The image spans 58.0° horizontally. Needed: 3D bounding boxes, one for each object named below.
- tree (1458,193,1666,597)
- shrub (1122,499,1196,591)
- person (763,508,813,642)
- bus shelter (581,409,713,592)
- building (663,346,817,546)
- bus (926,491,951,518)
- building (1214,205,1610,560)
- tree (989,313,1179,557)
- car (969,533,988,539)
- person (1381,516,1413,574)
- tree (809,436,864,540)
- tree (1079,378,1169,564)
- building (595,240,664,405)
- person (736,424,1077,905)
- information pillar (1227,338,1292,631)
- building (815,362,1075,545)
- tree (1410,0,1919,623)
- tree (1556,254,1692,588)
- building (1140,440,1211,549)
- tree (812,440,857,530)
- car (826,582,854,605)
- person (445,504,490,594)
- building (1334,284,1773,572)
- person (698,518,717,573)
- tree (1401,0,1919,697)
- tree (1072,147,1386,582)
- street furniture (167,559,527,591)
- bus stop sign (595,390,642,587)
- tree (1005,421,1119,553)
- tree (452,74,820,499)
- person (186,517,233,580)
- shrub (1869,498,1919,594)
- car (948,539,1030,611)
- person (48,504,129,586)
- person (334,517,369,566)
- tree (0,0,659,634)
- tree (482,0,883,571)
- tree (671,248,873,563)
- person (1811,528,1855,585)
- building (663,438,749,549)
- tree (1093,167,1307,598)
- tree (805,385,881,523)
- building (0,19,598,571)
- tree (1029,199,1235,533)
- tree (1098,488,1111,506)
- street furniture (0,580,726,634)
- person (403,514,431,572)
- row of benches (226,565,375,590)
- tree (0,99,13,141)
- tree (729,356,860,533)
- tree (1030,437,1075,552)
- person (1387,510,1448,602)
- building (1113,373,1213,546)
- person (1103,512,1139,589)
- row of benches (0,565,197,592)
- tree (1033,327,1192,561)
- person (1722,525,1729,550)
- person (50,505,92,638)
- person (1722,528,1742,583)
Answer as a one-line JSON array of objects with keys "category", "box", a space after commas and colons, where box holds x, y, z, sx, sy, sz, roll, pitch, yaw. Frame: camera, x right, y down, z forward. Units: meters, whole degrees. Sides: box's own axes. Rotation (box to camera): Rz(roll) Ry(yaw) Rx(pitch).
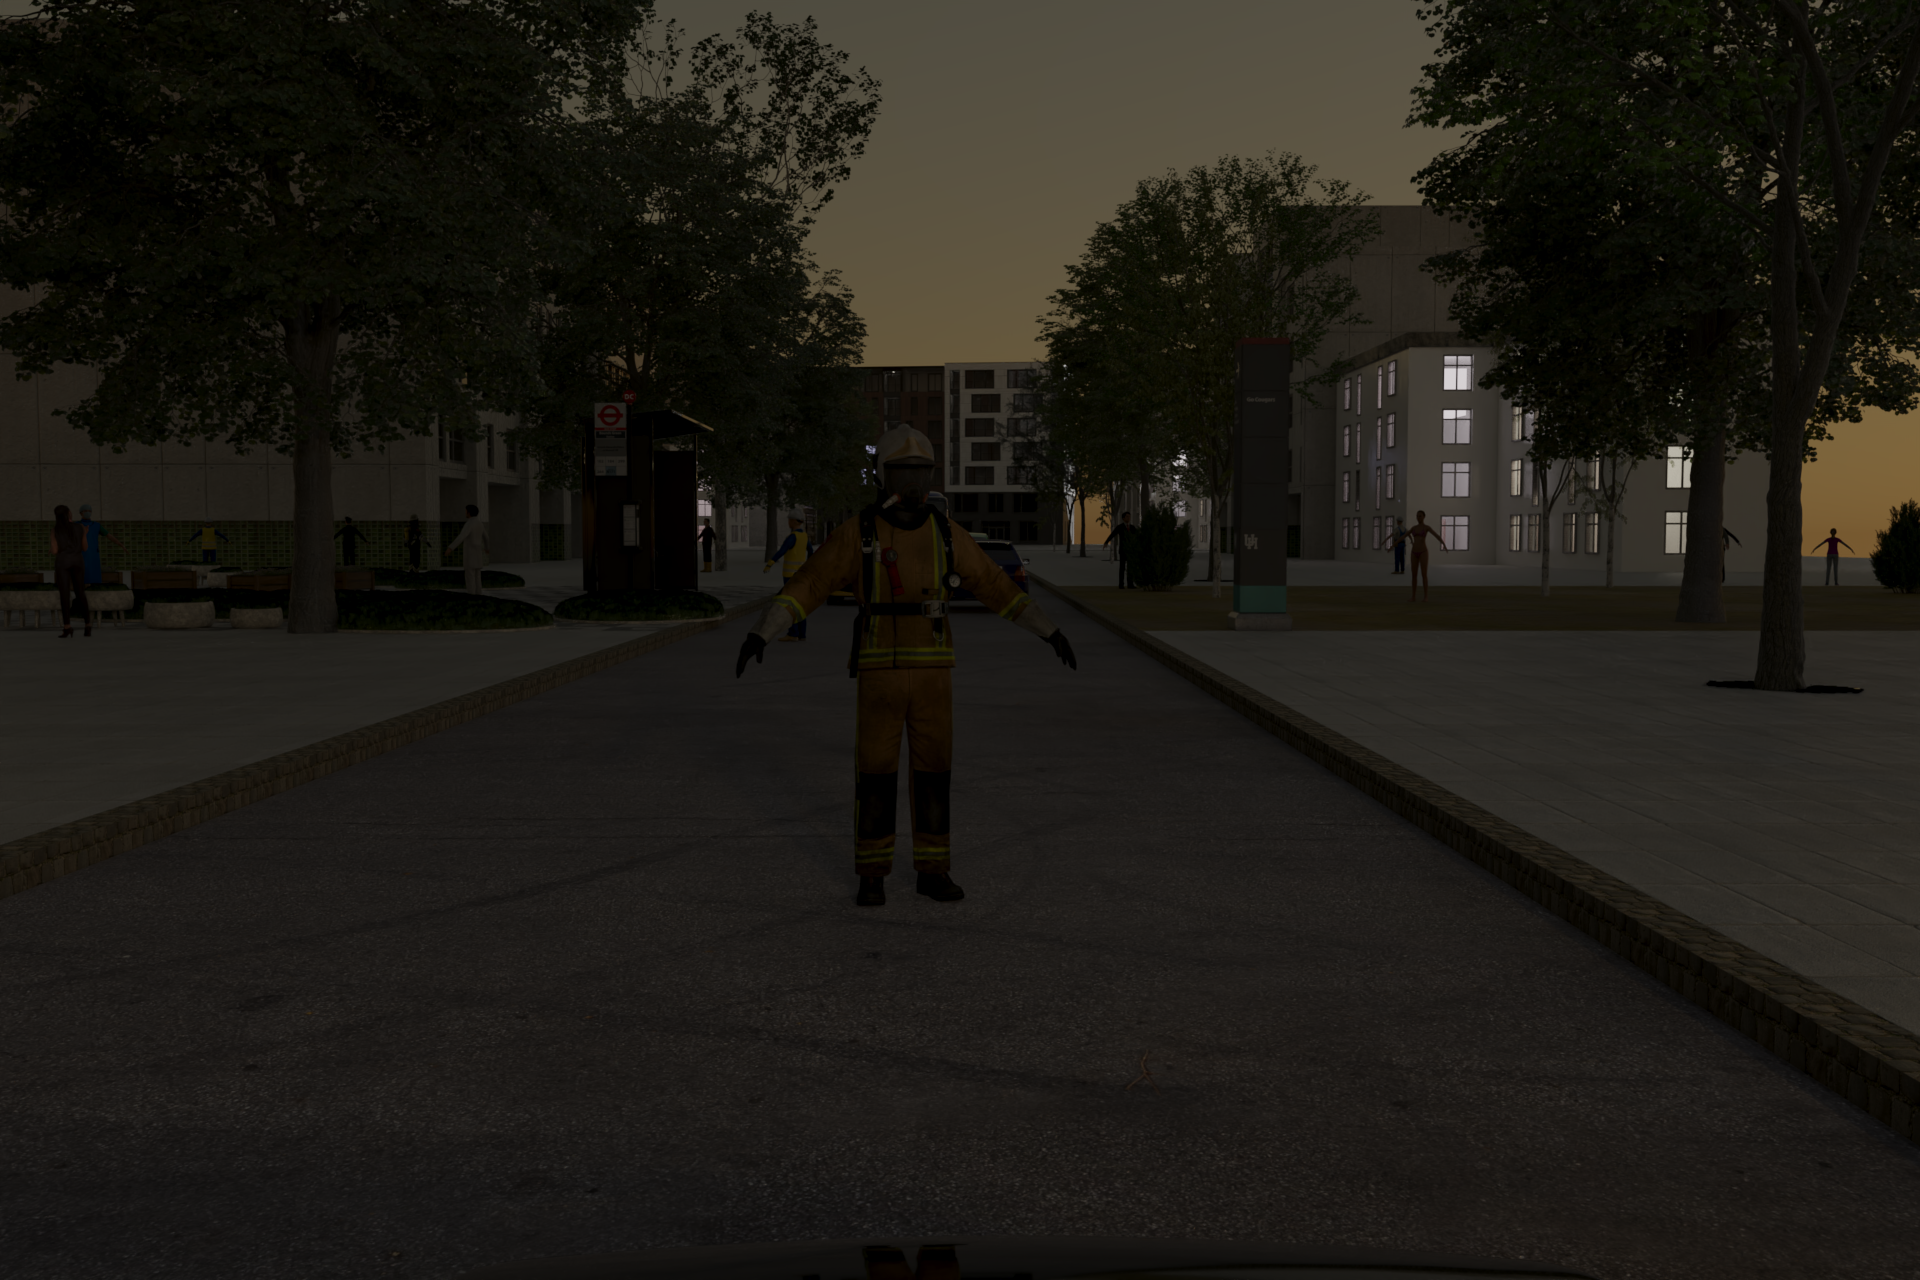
[{"category": "tree", "box": [11.888, -5.208, 35.516, 4.360, 8.622, 3.978, 0, 3, 0]}, {"category": "shrub", "box": [4.453, -2.131, 38.877, 1.661, 2.075, 1.752, 0, 3, 0]}, {"category": "person", "box": [-2.280, -0.875, 23.225, 0.721, 1.772, 1.216, 2, 4, 24]}, {"category": "bus shelter", "box": [-6.327, -2.716, 35.694, 1.731, 3.624, 6.357, 0, 4, -1]}, {"category": "building", "box": [-25.536, -21.833, 187.896, 19.493, 23.208, 18.063, 0, 4, -1]}, {"category": "bus", "box": [-1.914, -6.838, 103.356, 2.896, 3.916, 12.251, 0, 4, 0]}, {"category": "building", "box": [25.518, -14.400, 101.898, 16.747, 18.905, 31.486, 0, 3, 0]}, {"category": "tree", "box": [6.765, -11.290, 94.961, 12.009, 13.543, 11.850, 0, 3, 0]}, {"category": "car", "box": [0.118, -2.371, 47.567, 1.959, 1.807, 4.718, 0, 4, 0]}, {"category": "person", "box": [14.071, -3.037, 55.504, 1.347, 1.847, 0.705, -2, 4, -29]}, {"category": "tree", "box": [-8.566, -9.899, 112.210, 4.737, 8.622, 4.395, 0, 3, 0]}, {"category": "tree", "box": [6.655, -7.530, 73.472, 4.737, 8.622, 4.395, 0, 3, 0]}, {"category": "building", "box": [-28.177, -16.505, 100.782, 19.493, 23.208, 18.063, 0, 3, 0]}, {"category": "person", "box": [-0.212, 0.091, 6.744, 1.354, 1.858, 0.705, -1, 4, -16]}, {"category": "information pillar", "box": [4.024, -2.067, 23.177, 0.750, 3.857, 0.750, 0, 4, 1]}, {"category": "building", "box": [-2.299, -22.798, 219.185, 32.646, 21.610, 27.936, 0, 4, 7]}, {"category": "tree", "box": [10.839, -7.242, 25.064, 9.857, 13.997, 8.962, 0, 3, 0]}, {"category": "tree", "box": [15.363, -5.566, 41.359, 4.360, 8.622, 3.978, 0, 3, 0]}, {"category": "building", "box": [21.768, -12.921, 153.407, 9.099, 9.664, 28.070, 0, 4, 0]}, {"category": "tree", "box": [-8.562, -10.458, 121.357, 4.360, 8.622, 3.978, 0, 3, 0]}, {"category": "car", "box": [-1.874, -1.592, 36.251, 2.015, 1.641, 3.980, 0, 4, 0]}, {"category": "person", "box": [-8.711, -1.509, 30.858, 0.705, 1.806, 1.347, 1, 4, 16]}, {"category": "building", "box": [23.112, -7.964, 72.355, 9.099, 9.664, 28.070, 0, 3, 0]}, {"category": "person", "box": [-8.479, -3.165, 57.885, 0.704, 1.812, 1.346, -3, 5, -41]}, {"category": "tree", "box": [6.944, -5.393, 13.935, 9.928, 11.665, 9.643, 0, 3, 0]}, {"category": "tree", "box": [7.036, -7.379, 46.395, 9.928, 11.665, 9.643, 0, 3, 0]}, {"category": "street furniture", "box": [-15.307, -1.626, 42.208, 5.734, 0.657, 10.072, -3, 5, -44]}, {"category": "bus stop sign", "box": [-6.339, -2.659, 32.179, 0.855, 3.939, 0.416, 0, 4, 1]}, {"category": "tree", "box": [7.142, -10.980, 113.942, 8.767, 10.594, 7.601, 0, 4, -1]}, {"category": "tree", "box": [-8.646, -8.620, 47.588, 9.857, 13.997, 8.962, 0, 3, 0]}, {"category": "person", "box": [-21.212, -2.597, 48.932, 1.216, 1.772, 0.721, -1, 4, -21]}, {"category": "shrub", "box": [20.542, -2.040, 37.395, 1.661, 2.075, 1.752, 0, 3, 0]}, {"category": "car", "box": [0.378, -1.243, 32.897, 1.945, 1.354, 3.894, 0, 4, -1]}, {"category": "person", "box": [-15.704, -1.533, 31.186, 1.347, 1.817, 0.704, -3, 5, -42]}, {"category": "person", "box": [-19.356, -2.990, 54.827, 1.347, 1.837, 0.705, -3, 5, -40]}, {"category": "tree", "box": [-8.551, -7.069, 22.231, 9.857, 13.997, 8.962, 0, 3, 0]}, {"category": "tree", "box": [-9.590, -12.490, 60.109, 12.611, 20.169, 13.585, 0, 3, 0]}, {"category": "tree", "box": [-8.601, -10.466, 77.769, 9.857, 13.997, 8.962, 0, 3, 0]}, {"category": "person", "box": [21.821, -2.082, 43.304, 0.991, 1.433, 0.599, 2, 4, 28]}, {"category": "building", "box": [-24.491, -13.619, 164.811, 9.099, 9.664, 28.070, 0, 4, 1]}, {"category": "tree", "box": [4.998, -5.142, 34.433, 4.737, 8.622, 4.395, 0, 3, 0]}, {"category": "tree", "box": [-8.935, -12.913, 129.258, 7.486, 12.596, 7.792, 0, 3, 0]}, {"category": "building", "box": [-27.258, -12.796, 75.676, 16.747, 18.905, 31.486, 0, 4, -1]}, {"category": "tree", "box": [5.968, -8.645, 59.476, 7.486, 12.596, 7.792, 0, 3, 0]}, {"category": "tree", "box": [21.782, -18.573, 214.035, 12.009, 13.543, 11.850, 0, 3, 0]}, {"category": "street furniture", "box": [-8.736, -0.596, 25.365, 10.072, 0.657, 5.734, 0, 4, 7]}, {"category": "person", "box": [-15.637, -2.688, 49.722, 1.354, 1.856, 0.705, 3, 5, 42]}, {"category": "row of benches", "box": [-12.419, -1.071, 32.969, 1.422, 0.672, 4.104, 1, 4, 12]}, {"category": "tree", "box": [-9.011, -6.263, 9.060, 9.857, 13.997, 8.962, 0, 3, 0]}, {"category": "tree", "box": [-9.101, -9.619, 91.679, 8.767, 10.594, 7.601, 2, 4, 34]}, {"category": "tree", "box": [6.733, -10.554, 122.922, 4.737, 8.622, 4.395, 0, 3, 0]}, {"category": "person", "box": [8.681, -1.592, 32.825, 1.217, 1.733, 0.721, 3, 5, 40]}, {"category": "building", "box": [25.998, -19.436, 184.241, 16.747, 18.905, 31.486, 0, 4, 0]}, {"category": "person", "box": [3.912, -2.104, 40.586, 1.347, 1.806, 0.705, -2, 4, -24]}, {"category": "row of benches", "box": [-16.926, -1.123, 33.827, 1.422, 0.672, 4.104, 3, 5, 44]}, {"category": "tree", "box": [7.469, -9.577, 82.337, 9.928, 11.665, 9.643, 0, 3, 0]}, {"category": "person", "box": [18.263, -2.183, 41.971, 0.705, 1.796, 1.348, -1, 4, -10]}, {"category": "person", "box": [-11.056, -0.857, 21.517, 0.415, 1.643, 0.593, 0, 4, -1]}, {"category": "person", "box": [19.966, -2.382, 45.670, 1.216, 1.740, 0.721, 1, 4, 15]}]
